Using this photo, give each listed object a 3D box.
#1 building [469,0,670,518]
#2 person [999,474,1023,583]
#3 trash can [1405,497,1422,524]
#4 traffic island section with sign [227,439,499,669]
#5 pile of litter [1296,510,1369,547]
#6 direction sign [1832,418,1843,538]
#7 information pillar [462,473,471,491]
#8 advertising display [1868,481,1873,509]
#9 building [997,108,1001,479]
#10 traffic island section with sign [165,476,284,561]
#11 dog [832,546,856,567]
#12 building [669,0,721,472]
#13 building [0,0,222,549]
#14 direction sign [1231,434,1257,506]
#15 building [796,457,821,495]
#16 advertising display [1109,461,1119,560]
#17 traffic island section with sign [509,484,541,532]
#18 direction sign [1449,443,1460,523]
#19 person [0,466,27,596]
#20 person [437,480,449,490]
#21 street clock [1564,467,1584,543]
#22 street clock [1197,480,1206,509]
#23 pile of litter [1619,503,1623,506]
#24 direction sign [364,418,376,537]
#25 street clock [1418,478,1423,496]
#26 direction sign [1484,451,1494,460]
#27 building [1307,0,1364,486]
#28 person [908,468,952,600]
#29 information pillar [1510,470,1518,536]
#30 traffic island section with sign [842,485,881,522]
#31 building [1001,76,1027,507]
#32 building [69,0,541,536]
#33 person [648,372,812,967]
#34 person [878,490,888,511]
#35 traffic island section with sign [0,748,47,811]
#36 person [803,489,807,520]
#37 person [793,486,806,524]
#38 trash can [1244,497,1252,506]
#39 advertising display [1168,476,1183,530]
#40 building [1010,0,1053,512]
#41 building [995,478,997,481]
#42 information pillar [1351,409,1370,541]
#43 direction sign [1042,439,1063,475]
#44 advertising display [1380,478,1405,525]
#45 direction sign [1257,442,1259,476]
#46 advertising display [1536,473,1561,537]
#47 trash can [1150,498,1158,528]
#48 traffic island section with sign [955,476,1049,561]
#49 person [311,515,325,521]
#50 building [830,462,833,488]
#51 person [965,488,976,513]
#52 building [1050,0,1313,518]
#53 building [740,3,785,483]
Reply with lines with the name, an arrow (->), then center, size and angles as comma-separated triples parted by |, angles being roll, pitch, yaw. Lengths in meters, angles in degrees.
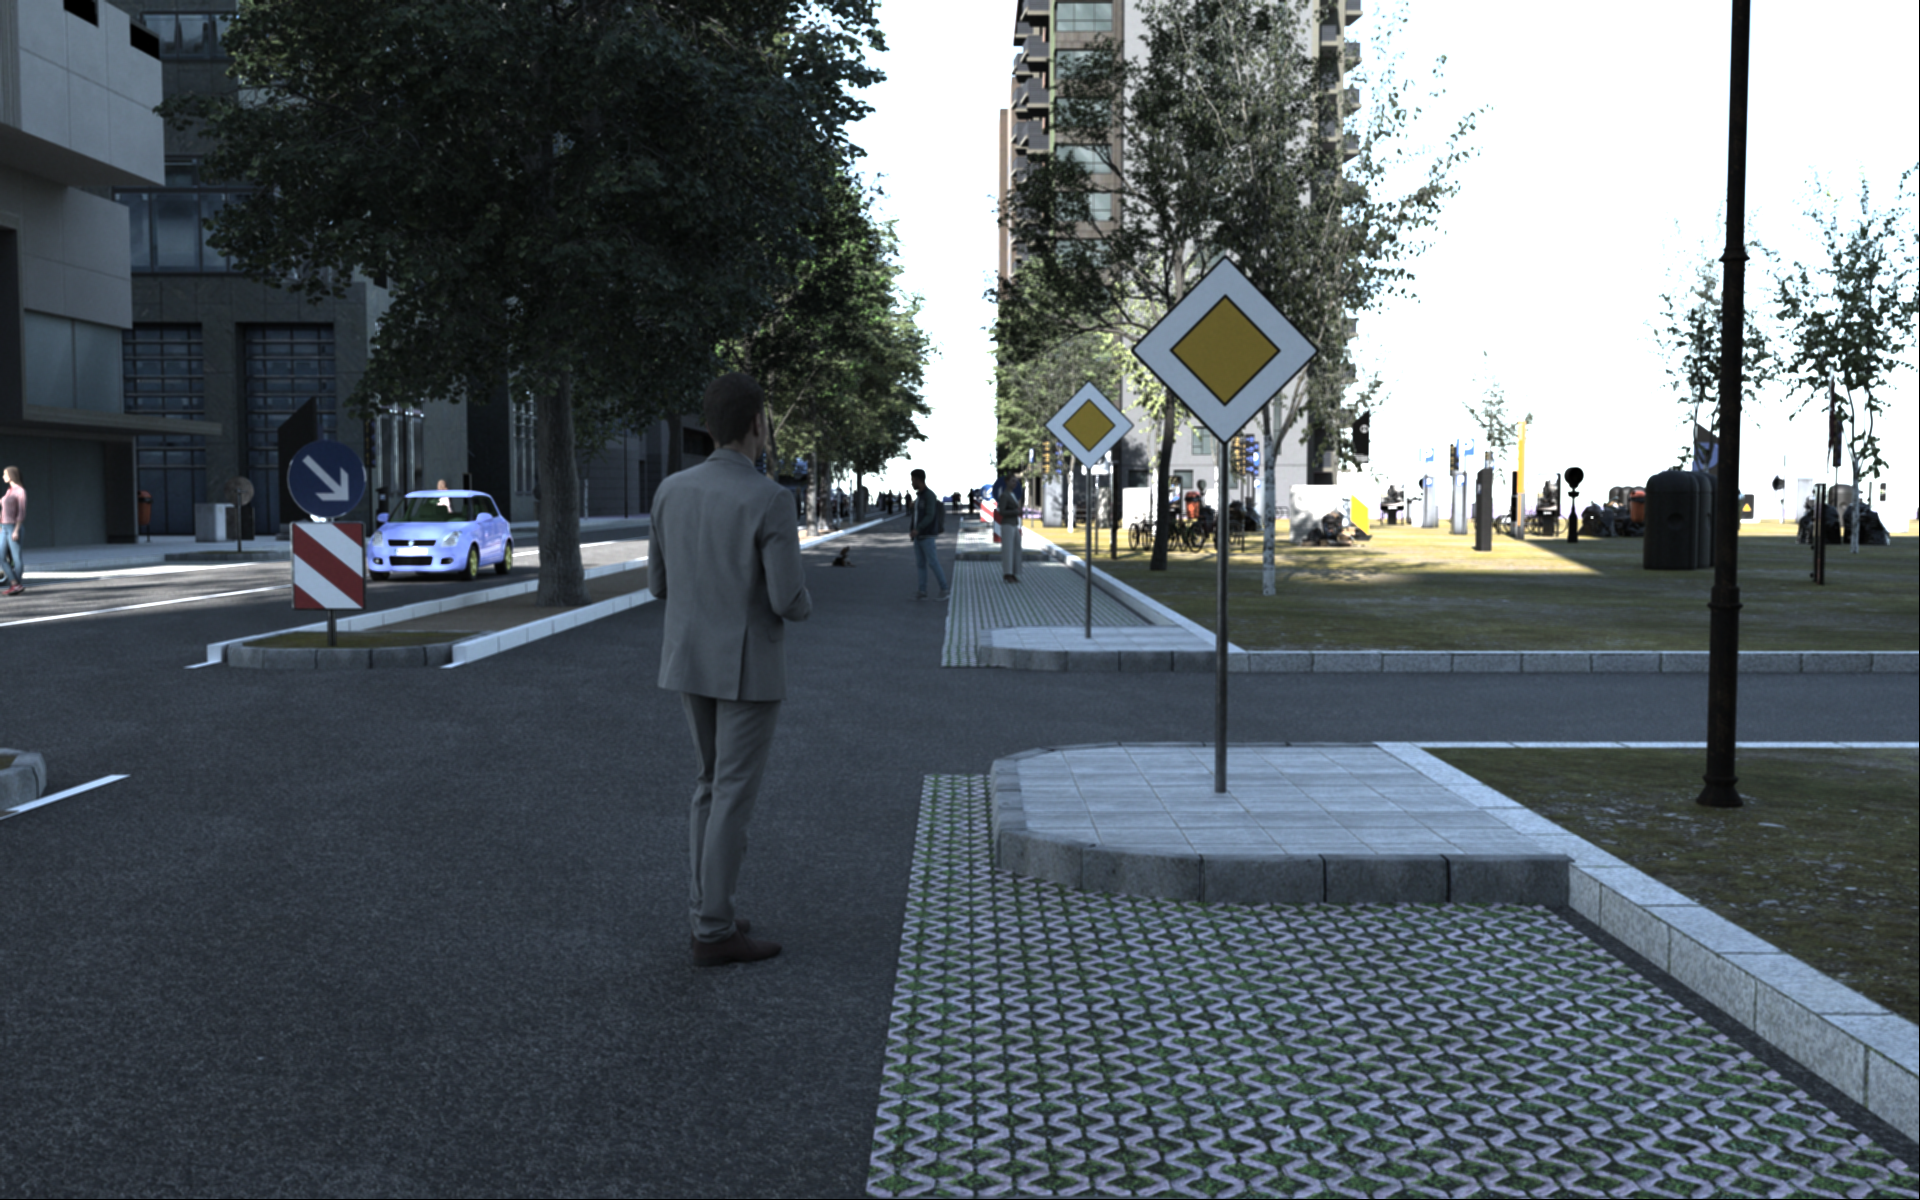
building -> -30.422, -34.372, 103.976 | 21.231, 58.520, 28.212 | 0, 4, 0
person -> 0.839, -1.144, 27.754 | 0.362, 1.759, 0.519 | 2, 4, 25
trash can -> 19.394, -3.814, 74.005 | 0.748, 1.137, 0.748 | 0, 3, 0
traffic island section with sign -> -5.287, -0.428, 15.134 | 2.006, 1.907, 1.989 | 0, 4, 0
pile of litter -> 9.189, -1.754, 42.640 | 1.719, 0.858, 1.176 | 1, 4, 22
direction sign -> 25.473, -3.568, 50.334 | 0.379, 3.537, 0.876 | 1, 4, 12
information pillar -> -17.423, -3.469, 61.209 | 0.304, 2.012, 0.304 | -1, 4, -13
advertising display -> 44.671, -4.879, 84.978 | 0.123, 1.923, 0.974 | 2, 4, 31
building -> 11.234, -33.462, 197.209 | 14.600, 45.320, 14.200 | 0, 4, 0
traffic island section with sign -> -15.922, -1.782, 37.766 | 1.989, 1.847, 2.006 | 0, 4, 0
dog -> -2.286, -0.871, 34.434 | 0.550, 0.427, 0.748 | 0, 4, 6
building -> -29.994, -30.946, 129.672 | 21.300, 48.544, 21.600 | 0, 4, 0
building -> -32.449, -26.939, 29.697 | 28.713, 52.752, 27.495 | 0, 4, 0
direction sign -> 10.670, -4.494, 65.467 | 0.876, 3.537, 0.379 | 0, 4, 5
building -> -32.121, -23.009, 221.240 | 27.650, 21.520, 28.899 | 0, 4, 0
advertising display -> 3.033, -1.772, 34.181 | 0.123, 1.923, 0.974 | 0, 4, 1
traffic island section with sign -> -15.849, -3.469, 65.338 | 1.989, 1.847, 2.006 | 0, 4, 0
direction sign -> 22.137, -5.234, 77.580 | 0.379, 3.537, 0.876 | 3, 5, 44
person -> -13.460, -0.982, 24.562 | 0.555, 1.821, 0.388 | 2, 4, 26
person -> -11.621, -1.825, 38.928 | 0.593, 1.750, 0.643 | 2, 4, 28
street clock -> 16.197, -2.518, 45.734 | 0.471, 2.002, 0.358 | -1, 4, -12
street clock -> 12.196, -5.071, 87.480 | 0.358, 2.002, 0.471 | 3, 5, 43
pile of litter -> 30.623, -4.065, 80.428 | 1.719, 0.858, 1.176 | 2, 4, 32
direction sign -> -17.446, -3.624, 51.250 | 0.379, 3.537, 0.876 | 0, 3, 0
street clock -> 20.460, -4.397, 76.461 | 0.471, 2.002, 0.358 | 1, 4, 14
direction sign -> 27.637, -6.029, 90.578 | 0.876, 3.537, 0.379 | -3, 5, -43
building -> 15.478, -28.564, 121.640 | 22.147, 44.769, 28.867 | 0, 4, 0
person -> -0.476, -0.891, 23.424 | 0.721, 1.781, 0.623 | -2, 4, -31
information pillar -> 16.875, -2.932, 52.423 | 0.304, 2.012, 0.304 | -3, 5, -41
traffic island section with sign -> -5.107, -5.024, 90.272 | 2.006, 1.907, 1.989 | 0, 4, 0
building -> 12.083, -32.578, 182.768 | 14.600, 45.320, 14.200 | 0, 4, 0
building -> -29.138, -46.065, 65.836 | 22.319, 86.520, 31.000 | 0, 4, 0
person -> -0.657, 0.202, 5.403 | 0.606, 1.804, 0.583 | 2, 4, 30
person -> -6.474, -8.457, 146.855 | 0.705, 1.814, 1.350 | -3, 5, -44
traffic island section with sign -> -5.315, 0.025, 7.727 | 2.006, 1.907, 1.989 | 0, 4, 0
person -> -8.329, -5.273, 95.431 | 0.721, 1.743, 1.217 | 0, 4, 2
person -> -7.611, -4.498, 82.227 | 0.709, 1.800, 0.728 | -1, 4, -17
trash can -> 13.616, -4.225, 80.739 | 0.748, 1.137, 0.748 | 0, 3, 0
advertising display -> 7.563, -3.462, 61.819 | 0.123, 1.923, 0.974 | -3, 4, -36
building -> 15.628, -30.326, 150.453 | 22.147, 44.769, 28.867 | 0, 4, 0
building -> 16.533, -36.726, 220.073 | 23.786, 49.044, 30.456 | 0, 4, 0
information pillar -> 11.006, -3.438, 47.560 | 0.504, 3.616, 0.183 | 0, 4, 5
direction sign -> 3.810, -4.856, 71.396 | 0.876, 3.537, 0.379 | 0, 4, -4
advertising display -> 17.878, -4.062, 71.635 | 0.974, 1.923, 0.123 | 0, 4, 7
direction sign -> 12.483, -5.077, 75.000 | 0.876, 3.537, 0.379 | 1, 4, 13
advertising display -> 17.768, -2.879, 52.285 | 0.123, 1.923, 0.974 | -1, 4, -20
trash can -> 7.257, -3.248, 64.755 | 0.748, 1.137, 0.748 | 0, 3, 0
traffic island section with sign -> 0.899, -1.771, 37.584 | 1.989, 1.847, 2.006 | 0, 4, 0
person -> -11.348, -1.265, 30.990 | 0.330, 1.601, 0.589 | 1, 4, 21
building -> -25.452, -34.158, 242.073 | 14.154, 41.232, 14.086 | 0, 4, 0
person -> 0.807, -6.704, 117.747 | 1.348, 1.869, 0.705 | -3, 5, -41
building -> 12.138, -20.113, 100.556 | 14.160, 30.474, 14.107 | 0, 4, 0
building -> -29.462, -53.584, 188.764 | 22.319, 86.520, 31.000 | 0, 4, 0
